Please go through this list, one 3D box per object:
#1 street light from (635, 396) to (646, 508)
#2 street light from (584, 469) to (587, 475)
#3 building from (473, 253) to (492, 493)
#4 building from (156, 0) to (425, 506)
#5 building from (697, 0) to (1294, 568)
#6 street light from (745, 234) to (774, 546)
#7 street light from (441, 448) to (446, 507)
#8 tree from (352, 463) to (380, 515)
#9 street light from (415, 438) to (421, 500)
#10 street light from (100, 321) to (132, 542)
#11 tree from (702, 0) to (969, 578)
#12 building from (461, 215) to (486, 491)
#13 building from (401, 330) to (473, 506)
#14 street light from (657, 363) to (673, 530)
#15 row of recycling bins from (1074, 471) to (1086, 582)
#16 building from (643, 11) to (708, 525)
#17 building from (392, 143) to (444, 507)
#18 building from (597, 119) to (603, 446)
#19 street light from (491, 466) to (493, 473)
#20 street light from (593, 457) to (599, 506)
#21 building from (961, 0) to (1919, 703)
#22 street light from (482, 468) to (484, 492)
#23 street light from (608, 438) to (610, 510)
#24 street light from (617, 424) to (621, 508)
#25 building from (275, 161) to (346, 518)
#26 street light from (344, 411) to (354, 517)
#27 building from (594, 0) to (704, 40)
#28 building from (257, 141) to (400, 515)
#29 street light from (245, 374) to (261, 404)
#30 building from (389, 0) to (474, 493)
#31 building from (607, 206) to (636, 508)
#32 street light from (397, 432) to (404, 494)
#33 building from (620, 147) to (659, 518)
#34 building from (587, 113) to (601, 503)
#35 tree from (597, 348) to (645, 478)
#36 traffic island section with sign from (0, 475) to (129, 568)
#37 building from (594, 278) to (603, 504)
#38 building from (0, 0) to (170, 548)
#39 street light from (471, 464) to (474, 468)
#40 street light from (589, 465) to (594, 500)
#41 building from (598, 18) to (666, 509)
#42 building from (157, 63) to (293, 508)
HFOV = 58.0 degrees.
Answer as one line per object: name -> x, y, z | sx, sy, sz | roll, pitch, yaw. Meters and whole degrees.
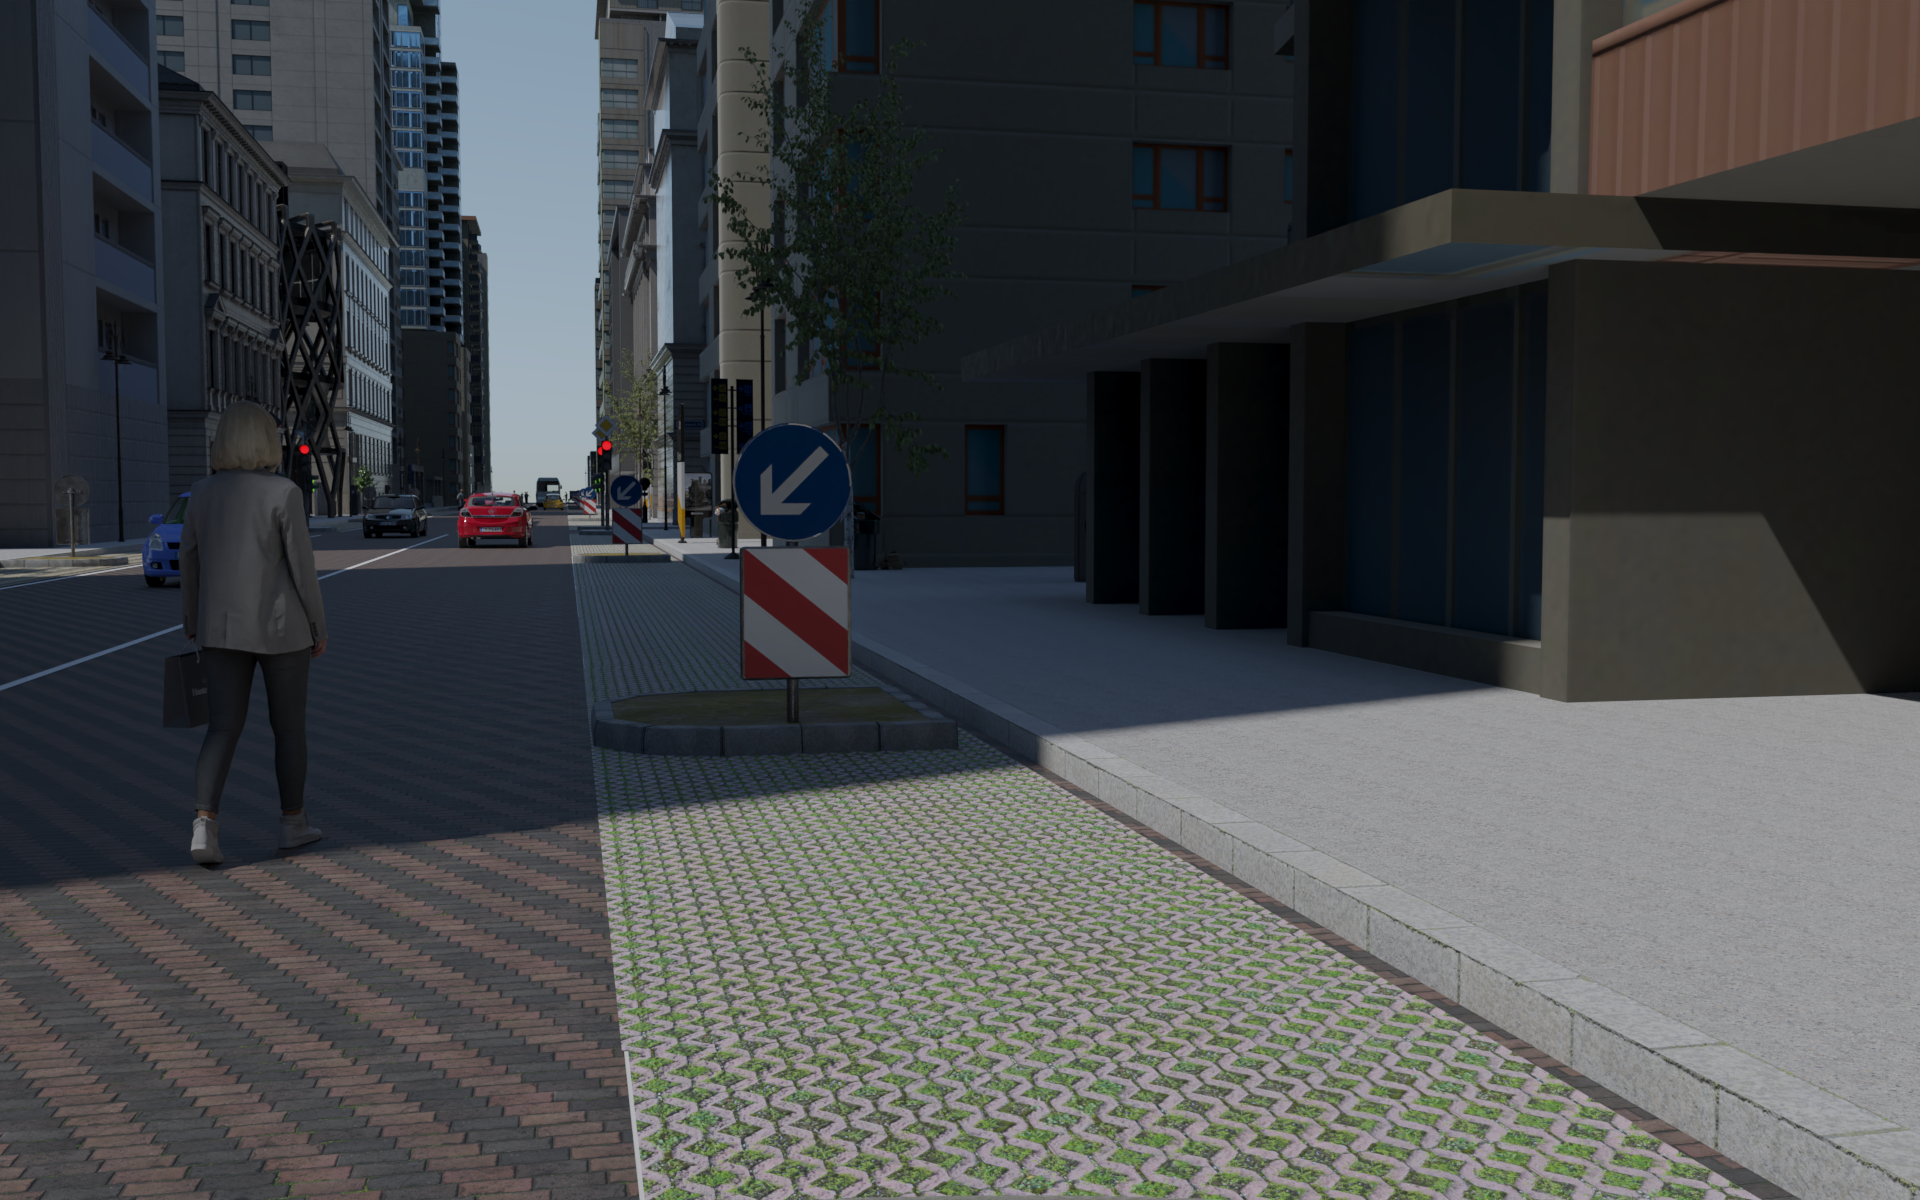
street light -> -15.120, -6.677, 81.960 | 0.468, 5.910, 1.993 | -1, 4, -13
street light -> -57.382, -18.040, 267.747 | 0.468, 5.910, 1.993 | -1, 4, -13
building -> -84.679, -36.728, 284.091 | 14.154, 41.232, 14.086 | -1, 4, -13
building -> -56.911, -43.309, 146.356 | 20.563, 71.187, 20.611 | -1, 4, -13
building -> 8.038, -12.304, 46.204 | 27.650, 21.520, 28.899 | -1, 4, -13
street light -> -3.506, -3.548, 30.799 | 0.468, 5.910, 1.993 | -1, 4, -13
street light -> -51.210, -12.172, 171.799 | 0.468, 5.910, 1.993 | -1, 4, -13
tree -> -36.266, -6.808, 105.914 | 1.663, 3.219, 1.824 | 0, 3, 0
street light -> -44.306, -10.340, 141.851 | 0.468, 5.910, 1.993 | -1, 4, -13
street light -> -22.501, -4.496, 46.302 | 0.468, 5.910, 1.993 | -1, 4, -13
tree -> -1.702, -4.618, 25.866 | 4.737, 8.622, 4.395 | 0, 3, 0
building -> -83.770, -37.145, 261.942 | 22.147, 44.769, 28.867 | -1, 4, -13
building -> -70.293, -21.443, 195.638 | 27.650, 21.520, 28.899 | -1, 4, -13
street light -> -10.396, -5.400, 61.072 | 0.468, 5.910, 1.993 | -1, 4, -13
row of recycling bins -> 3.276, -1.155, 26.002 | 3.534, 1.692, 1.069 | -2, 4, -28
building -> 3.575, -15.902, 79.077 | 34.723, 24.649, 14.460 | -1, 4, -13
building -> -67.696, -29.126, 168.093 | 32.217, 40.220, 23.993 | -1, 4, -13
building -> -31.056, -35.735, 203.867 | 23.786, 49.044, 30.456 | -1, 4, -13
street light -> -76.088, -18.887, 281.583 | 0.468, 5.910, 1.993 | -1, 4, -13
street light -> -38.983, -13.091, 186.831 | 0.468, 5.910, 1.993 | -1, 4, -13
building -> 13.649, -21.675, 9.014 | 22.147, 44.769, 28.867 | -1, 4, -13
street light -> -69.319, -17.068, 251.854 | 0.468, 5.910, 1.993 | -1, 4, -13
street light -> -28.794, -10.352, 142.044 | 0.468, 5.910, 1.993 | -1, 4, -13
street light -> -22.060, -8.533, 112.307 | 0.468, 5.910, 1.993 | -1, 4, -13
building -> -41.479, -13.671, 90.967 | 16.820, 18.784, 16.811 | -1, 4, -13
street light -> -33.966, -7.559, 96.374 | 0.468, 5.910, 1.993 | -1, 4, -13
building -> -21.923, -35.879, 175.864 | 28.713, 52.752, 27.495 | -1, 4, -13
building -> -48.195, -17.487, 119.203 | 16.112, 22.955, 30.059 | -1, 4, -13
street light -> -27.184, -5.741, 66.648 | 0.468, 5.910, 1.993 | -1, 4, -13
building -> -76.903, -56.188, 231.348 | 22.319, 86.520, 31.000 | -1, 4, -13
building -> -18.699, -18.988, 129.517 | 14.314, 24.678, 30.058 | -1, 4, -13
street light -> -40.728, -9.381, 126.159 | 0.468, 5.910, 1.993 | -1, 4, -13
building -> -13.037, -15.987, 103.191 | 13.314, 21.916, 24.055 | -1, 4, -13
building -> -50.014, -59.397, 283.818 | 22.319, 86.520, 31.000 | -1, 4, -13
tree -> -15.636, -8.275, 85.653 | 4.737, 8.622, 4.395 | 0, 3, 0
traffic island section with sign -> -17.799, -1.586, 34.553 | 1.989, 1.847, 2.006 | -1, 4, -13
building -> -41.806, -28.188, 232.574 | 14.160, 30.474, 14.107 | -1, 4, -13
building -> -37.167, -30.735, 44.517 | 28.212, 58.520, 21.231 | -1, 4, -13
street light -> -62.570, -15.245, 222.040 | 0.468, 5.910, 1.993 | -1, 4, -13
street light -> -45.860, -14.924, 216.801 | 0.468, 5.910, 1.993 | -1, 4, -13
building -> -24.813, -28.788, 154.279 | 14.154, 41.232, 14.086 | -1, 4, -13
building -> -35.100, -12.752, 73.119 | 10.561, 19.102, 19.286 | -1, 4, -13
